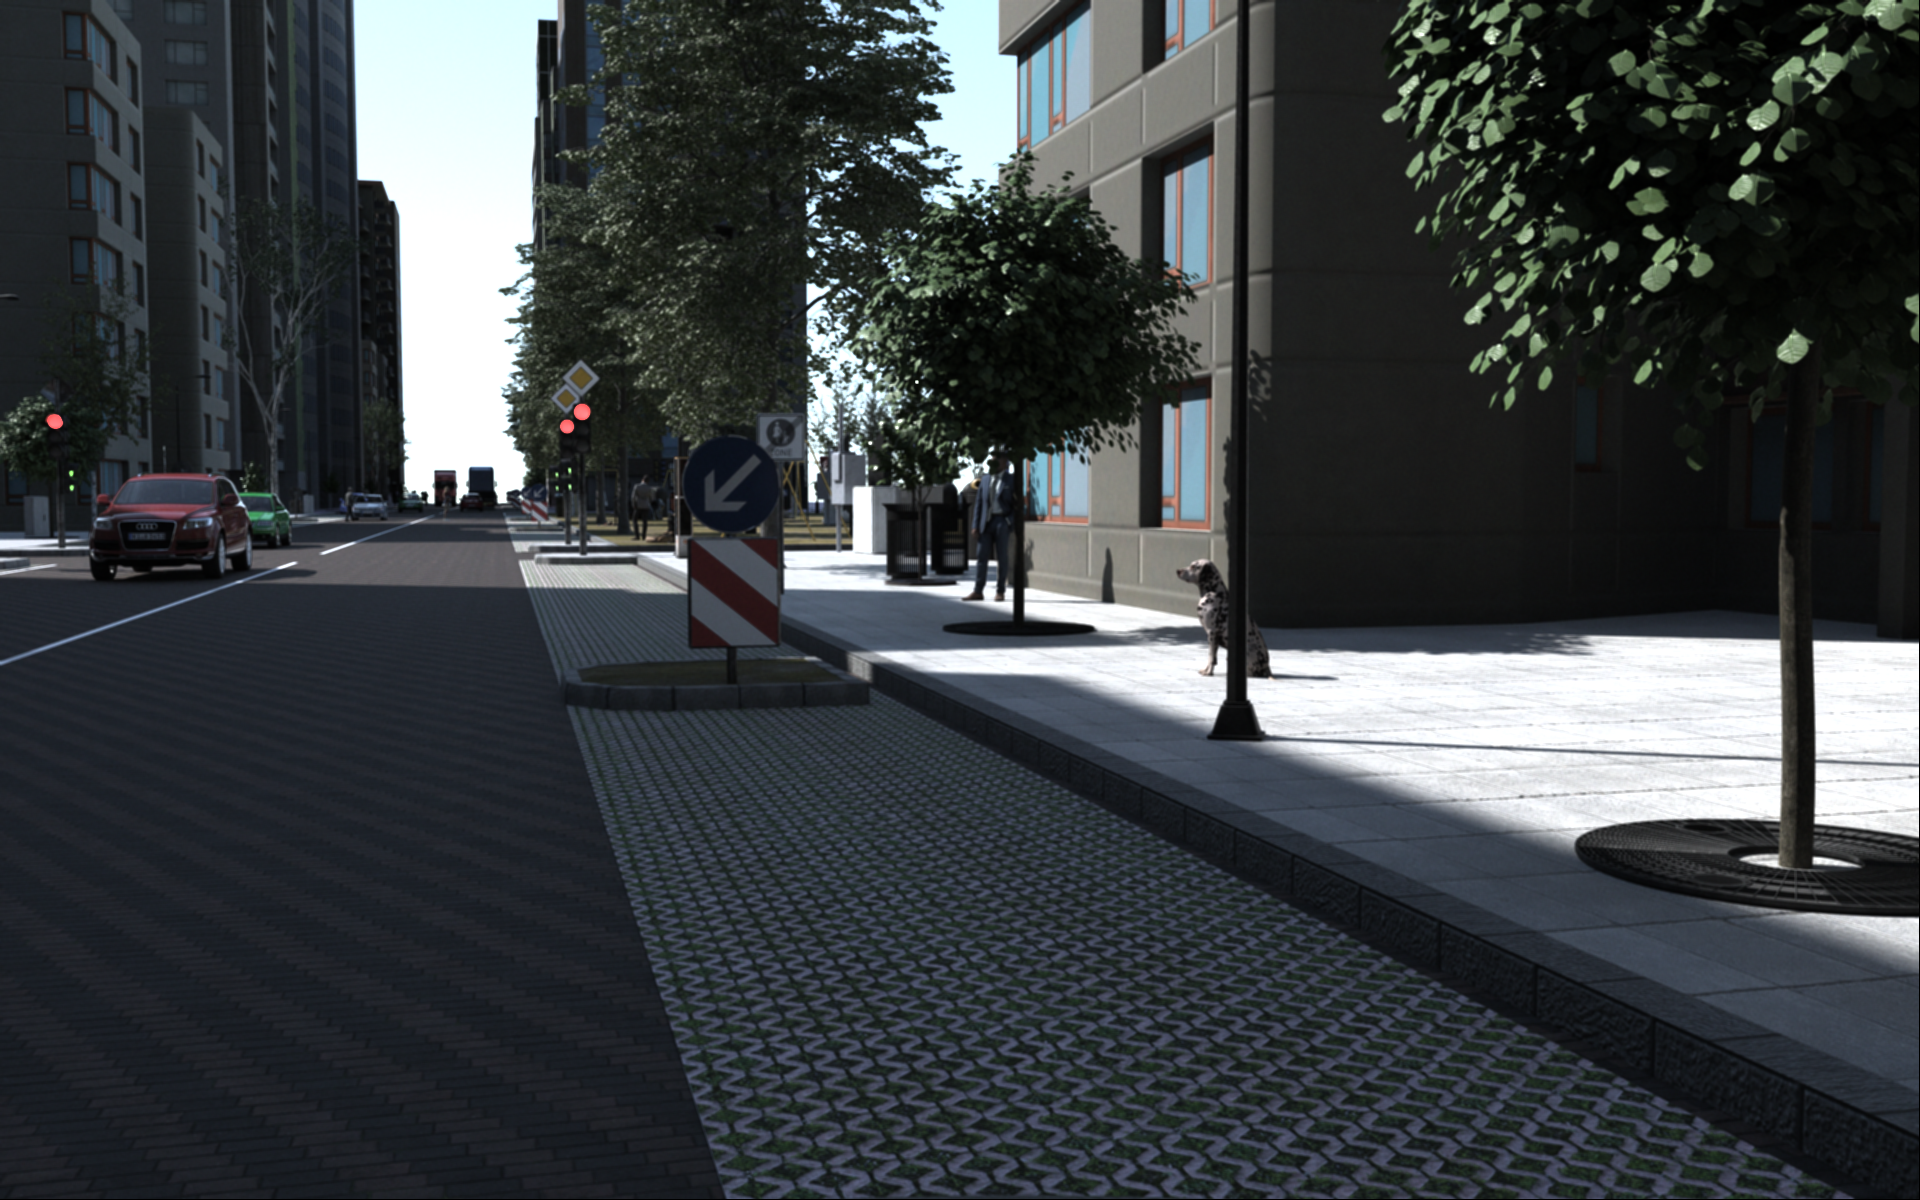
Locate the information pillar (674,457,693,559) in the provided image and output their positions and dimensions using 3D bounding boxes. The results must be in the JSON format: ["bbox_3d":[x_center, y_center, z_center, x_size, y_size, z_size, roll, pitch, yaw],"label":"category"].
[{"bbox_3d":[-5.508,-1.838,34.546,0.304,2.012,0.304,-1,4,-21],"label":"information pillar"}]

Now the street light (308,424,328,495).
[{"bbox_3d":[-42.401,-8.676,114.388,1.470,5.913,1.316,-1,4,-15],"label":"street light"}]

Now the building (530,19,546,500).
[{"bbox_3d":[-55.456,-50.436,262.874,20.563,71.187,20.611,-1,4,-15],"label":"building"}]

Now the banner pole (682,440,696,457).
[{"bbox_3d":[-12.515,-5.502,79.975,0.863,3.779,0.401,-2,4,-27],"label":"banner pole"}]

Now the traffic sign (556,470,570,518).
[{"bbox_3d":[-21.240,-5.668,92.784,0.768,2.556,0.104,-1,4,-9],"label":"traffic sign"}]

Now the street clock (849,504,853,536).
[{"bbox_3d":[-3.234,-2.937,52.593,0.471,2.002,0.358,-2,4,-33],"label":"street clock"}]

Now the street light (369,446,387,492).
[{"bbox_3d":[-56.976,-12.000,168.739,1.470,5.913,1.316,-1,4,-15],"label":"street light"}]

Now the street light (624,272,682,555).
[{"bbox_3d":[-6.401,-3.893,36.196,1.470,5.913,1.316,-1,4,-15],"label":"street light"}]

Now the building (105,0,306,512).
[{"bbox_3d":[-52.841,-26.515,117.122,14.154,41.232,14.086,-1,4,-15],"label":"building"}]

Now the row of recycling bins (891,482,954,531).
[{"bbox_3d":[-0.832,-3.230,59.928,3.534,1.692,1.069,1,4,16],"label":"row of recycling bins"}]

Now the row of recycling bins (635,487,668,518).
[{"bbox_3d":[-17.033,-5.421,95.745,1.069,1.692,3.534,-2,4,-29],"label":"row of recycling bins"}]

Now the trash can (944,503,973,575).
[{"bbox_3d":[-0.167,-0.983,27.726,0.748,1.137,0.748,0,3,0],"label":"trash can"}]

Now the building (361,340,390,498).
[{"bbox_3d":[-82.986,-22.007,204.847,27.650,21.520,28.899,-1,4,-15],"label":"building"}]

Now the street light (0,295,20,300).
[{"bbox_3d":[-22.616,-4.150,40.402,1.470,5.913,1.316,-1,4,-15],"label":"street light"}]

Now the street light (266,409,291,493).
[{"bbox_3d":[-37.222,-7.466,94.618,1.470,5.913,1.316,-1,4,-15],"label":"street light"}]

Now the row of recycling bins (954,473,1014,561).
[{"bbox_3d":[1.218,-1.561,32.634,1.069,1.692,3.534,-2,4,-28],"label":"row of recycling bins"}]

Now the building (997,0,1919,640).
[{"bbox_3d":[17.620,-10.334,13.993,27.650,21.520,28.899,-1,4,-15],"label":"building"}]

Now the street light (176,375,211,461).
[{"bbox_3d":[-29.874,-5.809,67.522,1.470,5.913,1.316,-1,4,-15],"label":"street light"}]

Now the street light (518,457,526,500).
[{"bbox_3d":[-47.624,-13.349,190.790,1.470,5.913,1.316,-1,4,-15],"label":"street light"}]

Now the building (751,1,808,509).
[{"bbox_3d":[-25.483,-43.730,153.231,20.563,71.187,20.611,-1,4,-15],"label":"building"}]

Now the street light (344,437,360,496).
[{"bbox_3d":[-49.742,-10.341,141.612,1.470,5.913,1.316,-1,4,-15],"label":"street light"}]

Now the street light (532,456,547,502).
[{"bbox_3d":[-33.223,-10.026,136.461,1.470,5.913,1.316,-1,4,-15],"label":"street light"}]

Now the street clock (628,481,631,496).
[{"bbox_3d":[-18.510,-5.600,96.124,0.471,2.002,0.358,2,4,30],"label":"street clock"}]

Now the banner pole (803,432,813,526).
[{"bbox_3d":[-6.206,-4.890,69.966,0.401,3.779,0.863,0,4,5],"label":"banner pole"}]

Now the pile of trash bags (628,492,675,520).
[{"bbox_3d":[-15.201,-4.647,85.736,3.447,1.369,1.912,2,4,26],"label":"pile of trash bags"}]

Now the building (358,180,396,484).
[{"bbox_3d":[-88.200,-35.363,232.816,22.147,44.769,28.867,-1,4,-15],"label":"building"}]

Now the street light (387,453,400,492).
[{"bbox_3d":[-63.863,-13.588,194.705,1.470,5.913,1.316,-1,4,-15],"label":"street light"}]

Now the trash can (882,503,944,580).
[{"bbox_3d":[-0.802,-0.880,26.035,0.748,1.137,0.748,0,3,0],"label":"trash can"}]

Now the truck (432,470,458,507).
[{"bbox_3d":[-60.204,-13.074,202.676,2.839,4.237,11.283,-1,4,-16],"label":"truck"}]

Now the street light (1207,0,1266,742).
[{"bbox_3d":[0.933,-2.219,8.823,1.470,5.913,1.316,-1,4,-15],"label":"street light"}]

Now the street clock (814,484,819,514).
[{"bbox_3d":[-9.309,-6.625,112.887,0.358,2.002,0.471,2,4,25],"label":"street clock"}]

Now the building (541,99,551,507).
[{"bbox_3d":[-37.118,-30.630,184.395,14.154,41.232,14.086,-1,4,-15],"label":"building"}]

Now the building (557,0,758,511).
[{"bbox_3d":[-23.961,-29.689,135.522,14.600,45.320,14.200,-1,4,-15],"label":"building"}]

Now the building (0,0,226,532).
[{"bbox_3d":[-46.368,-13.709,69.178,27.650,21.520,28.899,-1,4,-15],"label":"building"}]

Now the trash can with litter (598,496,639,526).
[{"bbox_3d":[-14.074,-3.671,71.077,1.678,1.210,2.233,-2,4,-27],"label":"trash can with litter"}]

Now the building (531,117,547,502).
[{"bbox_3d":[-41.817,-36.183,215.288,21.300,48.544,21.600,-1,4,-15],"label":"building"}]

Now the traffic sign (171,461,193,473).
[{"bbox_3d":[-29.839,-4.058,66.455,0.768,2.556,0.104,0,4,-8],"label":"traffic sign"}]

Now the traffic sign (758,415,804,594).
[{"bbox_3d":[-2.277,-1.219,22.060,0.606,2.300,0.079,0,4,-6],"label":"traffic sign"}]

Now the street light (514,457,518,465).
[{"bbox_3d":[-54.743,-14.947,216.931,1.470,5.913,1.316,-1,4,-15],"label":"street light"}]

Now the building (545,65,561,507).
[{"bbox_3d":[-32.842,-29.785,170.576,14.154,41.232,14.086,-1,4,-15],"label":"building"}]

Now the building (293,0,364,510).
[{"bbox_3d":[-68.850,-38.002,163.323,21.231,58.520,28.212,-1,4,-15],"label":"building"}]

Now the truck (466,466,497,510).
[{"bbox_3d":[-45.001,-10.576,162.680,2.967,4.110,18.799,-1,4,-15],"label":"truck"}]

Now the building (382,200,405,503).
[{"bbox_3d":[-89.589,-36.976,254.675,14.600,45.320,14.200,-1,4,-15],"label":"building"}]
